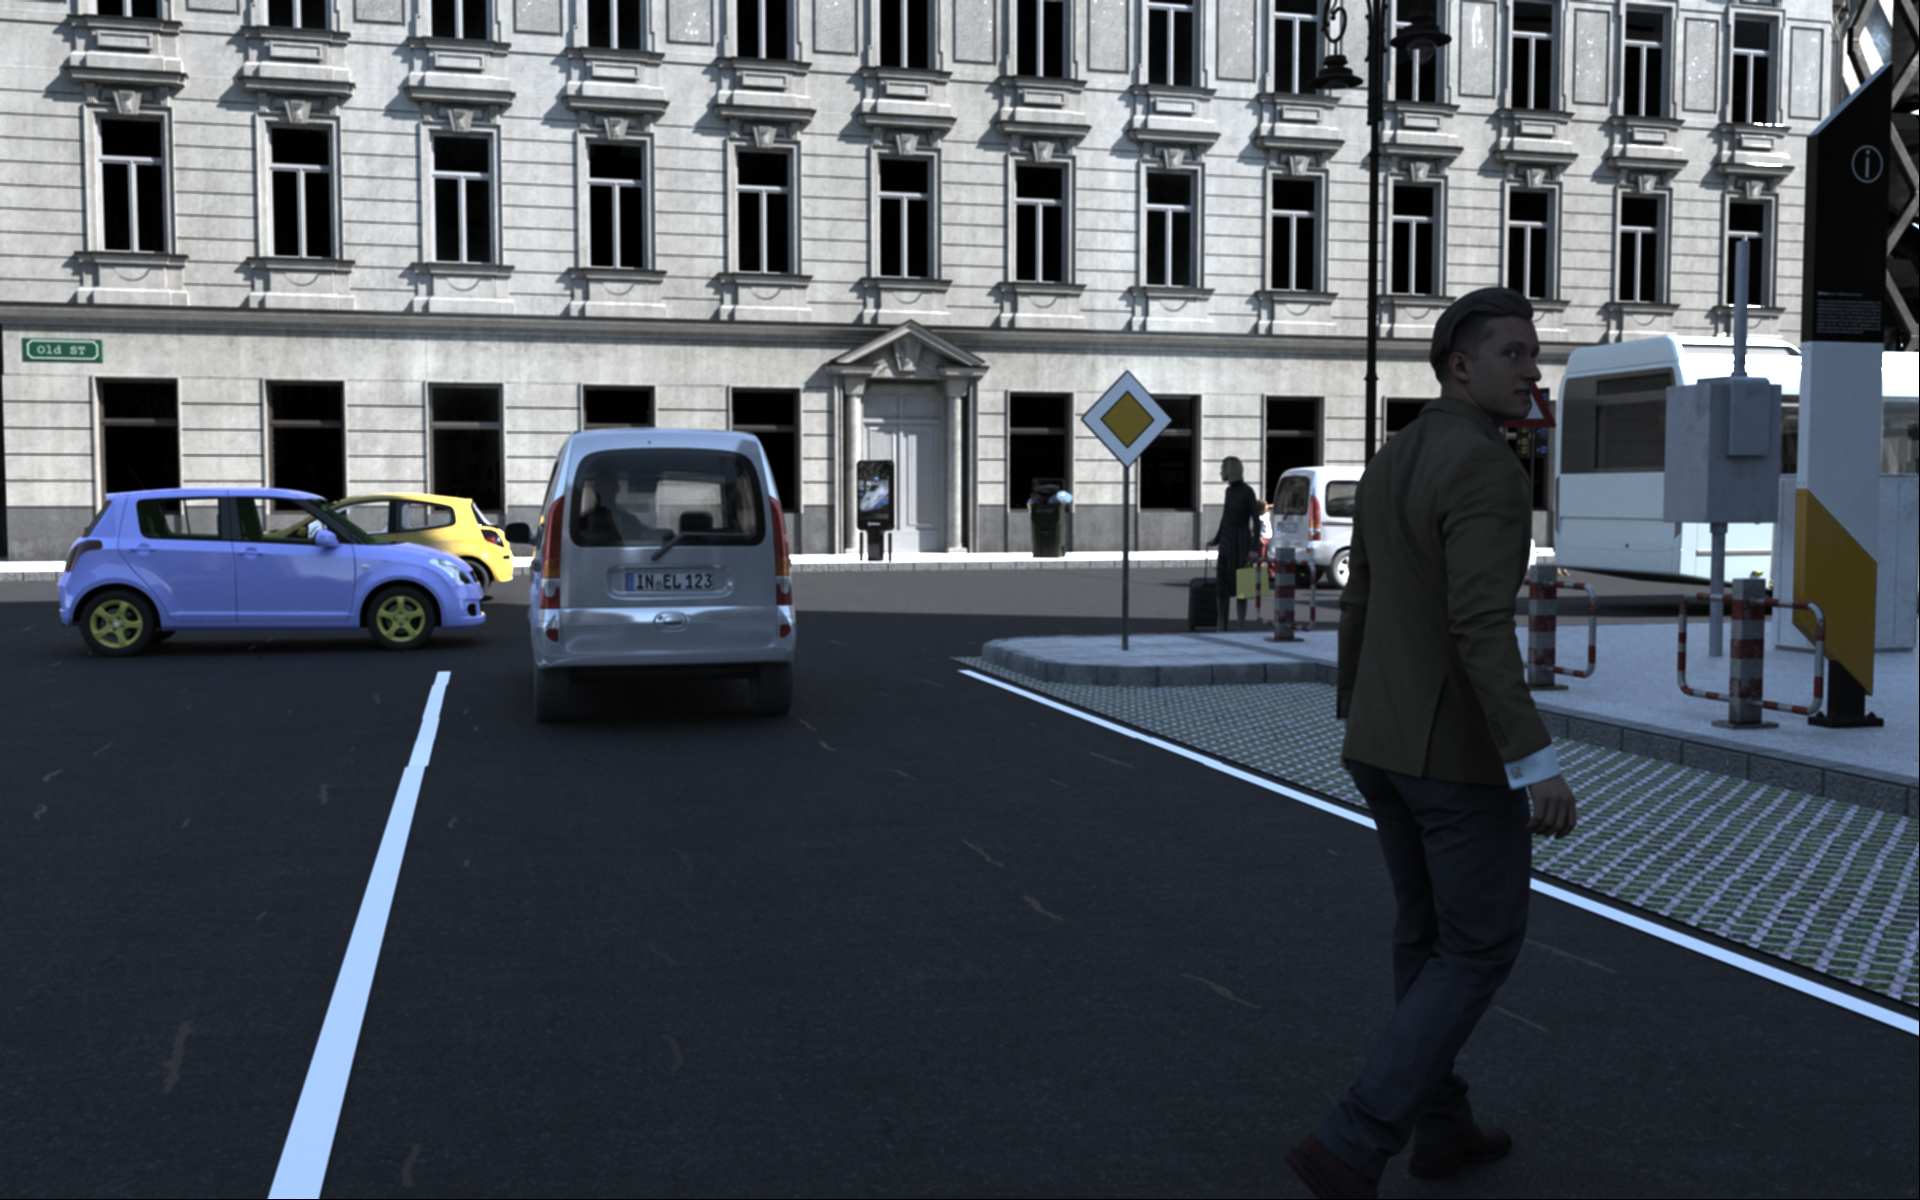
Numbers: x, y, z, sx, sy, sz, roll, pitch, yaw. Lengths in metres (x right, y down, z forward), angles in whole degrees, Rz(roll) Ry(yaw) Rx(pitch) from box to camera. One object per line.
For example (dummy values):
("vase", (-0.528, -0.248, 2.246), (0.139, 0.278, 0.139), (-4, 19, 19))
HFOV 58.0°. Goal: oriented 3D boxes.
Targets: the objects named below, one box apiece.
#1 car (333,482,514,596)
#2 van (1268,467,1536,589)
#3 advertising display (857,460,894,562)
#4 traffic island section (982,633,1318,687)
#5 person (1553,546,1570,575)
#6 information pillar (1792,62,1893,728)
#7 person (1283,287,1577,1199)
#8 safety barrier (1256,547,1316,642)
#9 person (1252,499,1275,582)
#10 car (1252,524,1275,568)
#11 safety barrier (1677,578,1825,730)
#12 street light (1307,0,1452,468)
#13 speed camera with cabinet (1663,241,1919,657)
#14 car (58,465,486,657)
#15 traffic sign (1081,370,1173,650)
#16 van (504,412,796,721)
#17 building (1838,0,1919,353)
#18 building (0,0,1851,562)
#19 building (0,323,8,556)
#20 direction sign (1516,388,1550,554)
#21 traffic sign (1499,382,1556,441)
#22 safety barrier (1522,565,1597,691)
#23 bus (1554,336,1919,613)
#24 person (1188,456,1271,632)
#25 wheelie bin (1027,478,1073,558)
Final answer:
("car", (-8.039, -0.794, 23.207), (3.980, 1.641, 2.015), (-1, 4, -14))
("van", (6.934, -1.224, 27.031), (4.112, 2.044, 2.013), (-1, 4, -15))
("advertising display", (-1.616, -1.707, 33.124), (0.123, 1.923, 0.974), (-3, 5, -43))
("traffic island section", (1.375, 0.491, 14.253), (2.009, 0.180, 2.903), (-1, 4, -15))
("person", (10.695, -1.069, 30.641), (0.362, 1.253, 0.373), (-1, 4, -12))
("information pillar", (4.832, -1.108, 9.476), (0.504, 3.616, 0.183), (-1, 4, -14))
("person", (0.955, 0.305, 3.421), (0.836, 1.842, 0.656), (-3, 5, -44))
("safety barrier", (2.827, -0.049, 15.078), (0.300, 0.817, 1.120), (-1, 4, -15))
("person", (5.000, -0.967, 28.222), (0.340, 1.345, 0.435), (3, 5, 42))
("car", (7.576, -1.428, 33.141), (4.222, 1.686, 2.009), (-1, 4, -16))
("safety barrier", (4.328, 0.291, 9.523), (0.300, 0.817, 1.120), (-1, 4, -15))
("street light", (3.409, -2.540, 14.312), (0.468, 5.910, 1.993), (-1, 4, -15))
("speed camera with cabinet", (6.745, -1.203, 14.010), (2.038, 3.252, 0.660), (-1, 4, -15))
("car", (-6.381, -0.409, 16.274), (3.694, 1.707, 1.945), (-1, 4, -16))
("traffic sign", (1.354, -0.644, 14.170), (0.795, 2.450, 0.064), (-1, 4, -15))
("van", (-2.237, -0.331, 12.427), (2.013, 2.044, 4.112), (-1, 4, -14))
("building", (29.874, -11.418, 54.130), (16.811, 18.784, 16.820), (-1, 4, -15))
("building", (0.730, -16.418, 44.848), (44.131, 29.872, 17.030), (-1, 4, -15))
("building", (-28.417, -11.033, 35.141), (16.860, 20.320, 10.420), (-1, 4, -15))
("direction sign", (12.331, -2.774, 37.355), (0.379, 3.537, 0.876), (-2, 4, -29))
("traffic sign", (4.338, -0.848, 13.866), (0.884, 2.594, 0.081), (-1, 4, -11))
("safety barrier", (3.824, 0.177, 11.376), (0.300, 0.817, 1.120), (-1, 4, -15))
("bus", (14.386, -1.700, 22.649), (13.247, 3.499, 2.948), (-1, 4, -14))
("person", (2.715, -0.536, 17.479), (0.699, 1.804, 1.509), (0, 4, 3))
("wheelie bin", (1.804, -1.655, 34.968), (0.980, 1.594, 0.693), (1, 4, 14))
